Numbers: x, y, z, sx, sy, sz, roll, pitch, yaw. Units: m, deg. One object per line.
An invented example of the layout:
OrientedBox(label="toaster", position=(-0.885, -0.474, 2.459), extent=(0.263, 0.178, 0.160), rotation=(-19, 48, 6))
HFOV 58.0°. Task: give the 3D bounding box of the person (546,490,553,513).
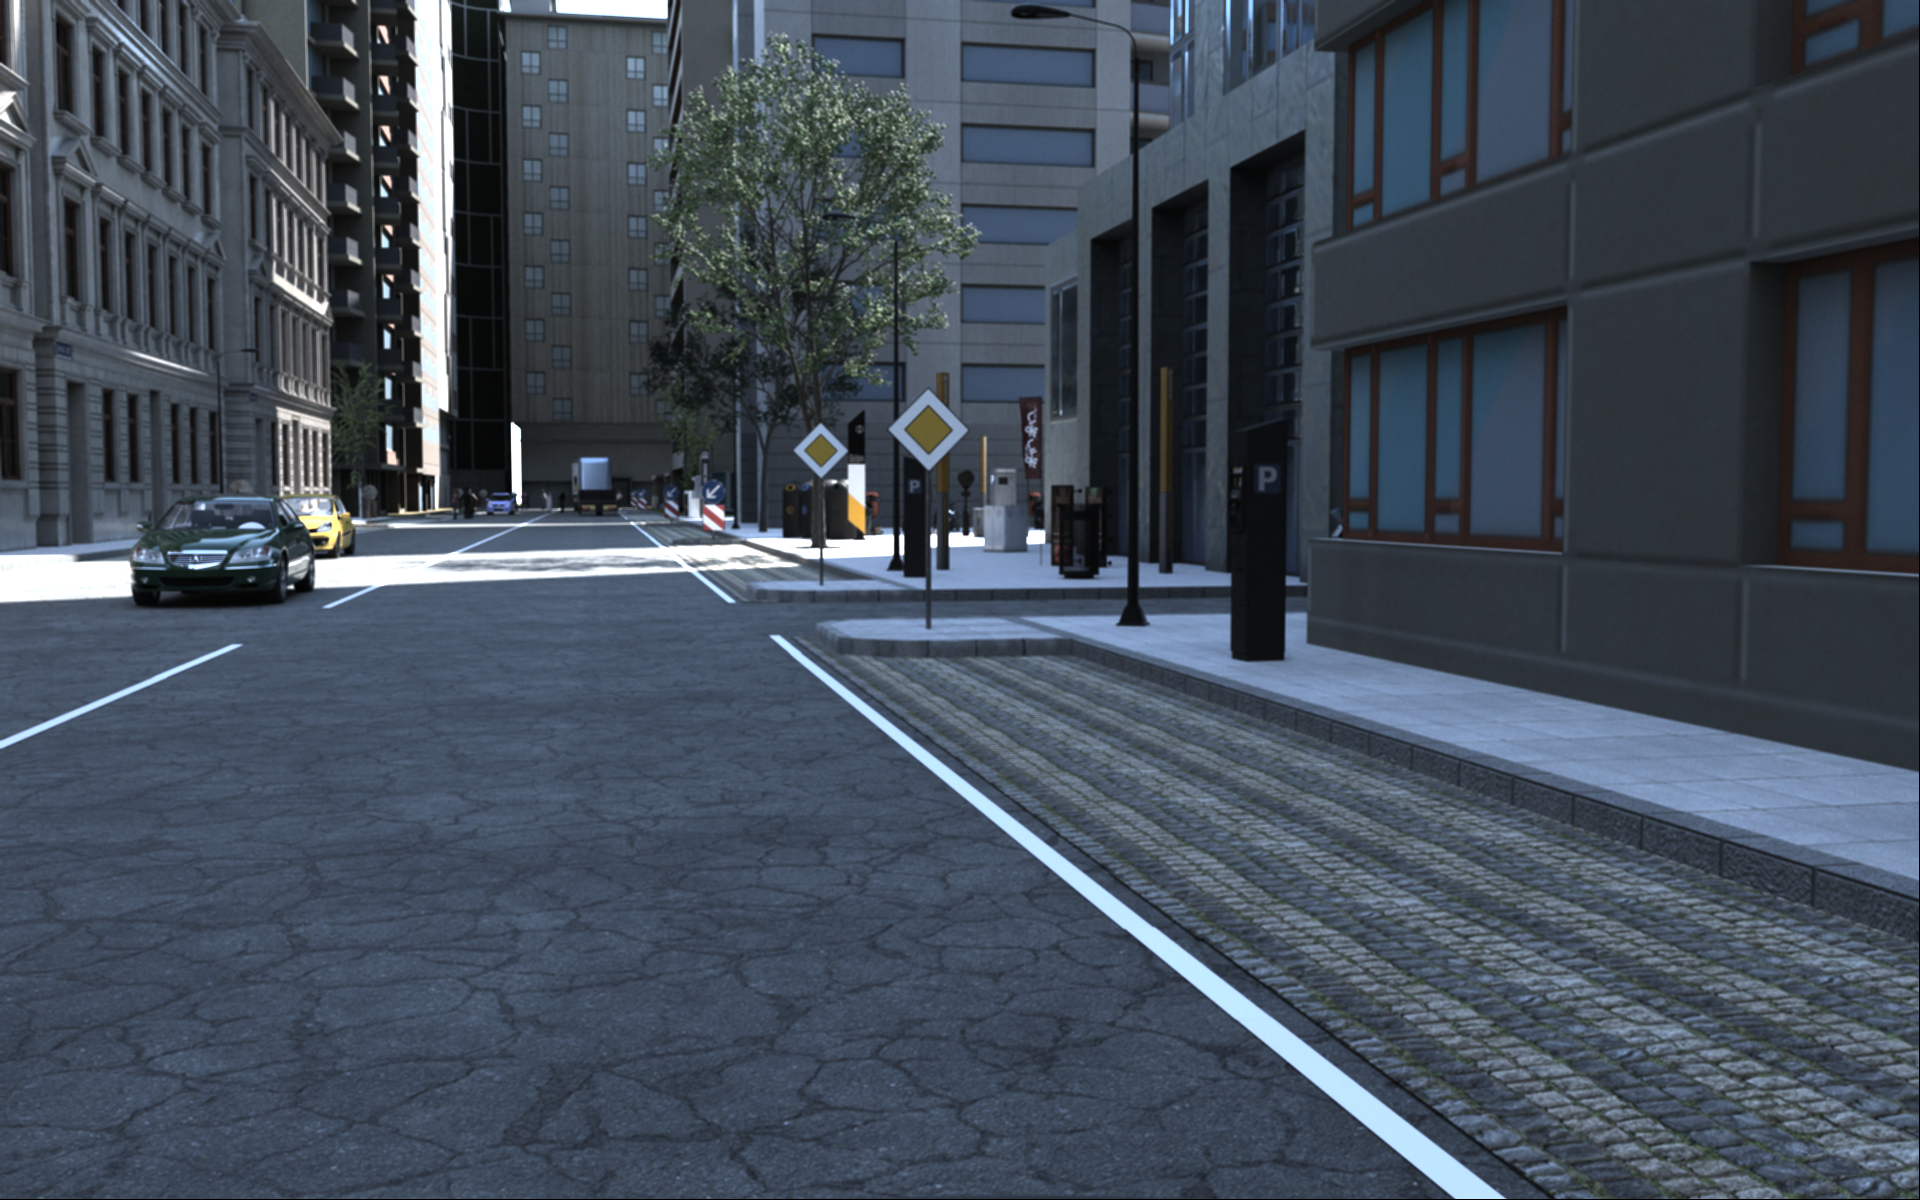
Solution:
OrientedBox(label="person", position=(-30.643, -7.348, 129.311), extent=(0.551, 1.740, 0.621), rotation=(0, 4, -2))

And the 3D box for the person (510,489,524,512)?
OrientedBox(label="person", position=(-35.879, -8.026, 139.718), extent=(1.348, 1.826, 0.705), rotation=(-2, 4, -35))

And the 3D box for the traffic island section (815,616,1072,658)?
OrientedBox(label="traffic island section", position=(-0.282, 0.353, 16.512), extent=(2.009, 0.180, 2.903), rotation=(-1, 4, -12))

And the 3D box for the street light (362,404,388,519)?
OrientedBox(label="street light", position=(-30.199, -7.148, 89.412), extent=(1.470, 5.913, 1.316), rotation=(-1, 4, -12))

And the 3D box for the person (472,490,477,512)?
OrientedBox(label="person", position=(-36.593, -7.418, 130.486), extent=(0.721, 1.736, 1.217), rotation=(-3, 4, -36))

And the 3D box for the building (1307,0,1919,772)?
OrientedBox(label="building", position=(19.477, -9.657, 2.939), extent=(27.650, 21.520, 28.899), rotation=(-1, 4, -12))

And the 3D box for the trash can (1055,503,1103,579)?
OrientedBox(label="trash can", position=(1.813, -0.898, 26.343), extent=(0.748, 1.137, 0.748), rotation=(0, 3, 0))

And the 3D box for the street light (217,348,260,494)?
OrientedBox(label="street light", position=(-23.013, -5.058, 55.234), extent=(1.470, 5.913, 1.316), rotation=(-1, 4, -12))

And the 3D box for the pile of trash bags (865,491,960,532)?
OrientedBox(label="pile of trash bags", position=(-1.663, -3.055, 59.704), extent=(3.447, 1.369, 1.912), rotation=(0, 4, 6))

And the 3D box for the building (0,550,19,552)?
OrientedBox(label="building", position=(-24.491, -11.818, 29.389), extent=(11.583, 22.565, 21.152), rotation=(-1, 4, -12))

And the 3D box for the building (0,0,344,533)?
OrientedBox(label="building", position=(-32.846, -14.385, 71.356), extent=(11.583, 22.565, 21.152), rotation=(-1, 4, -12))

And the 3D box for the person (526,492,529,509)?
OrientedBox(label="person", position=(-42.812, -9.867, 171.293), extent=(0.415, 1.643, 0.593), rotation=(-1, 4, -17))

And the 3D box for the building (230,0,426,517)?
OrientedBox(label="building", position=(-45.401, -27.633, 106.422), extent=(22.147, 44.769, 28.867), rotation=(-1, 4, -12))

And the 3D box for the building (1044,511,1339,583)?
OrientedBox(label="building", position=(18.026, -44.220, 35.664), extent=(31.000, 86.520, 22.319), rotation=(-1, 4, -12))

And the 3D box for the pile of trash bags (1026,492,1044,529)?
OrientedBox(label="pile of trash bags", position=(3.461, -3.320, 64.034), extent=(1.912, 1.369, 3.447), rotation=(-2, 4, -29))

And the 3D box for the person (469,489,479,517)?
OrientedBox(label="person", position=(-30.052, -5.955, 106.597), extent=(0.721, 1.736, 1.217), rotation=(1, 4, 22))

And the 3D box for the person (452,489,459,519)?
OrientedBox(label="person", position=(-28.773, -5.451, 98.348), extent=(0.721, 1.743, 1.217), rotation=(-1, 4, -14))

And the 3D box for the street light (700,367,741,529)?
OrientedBox(label="street light", position=(-8.786, -5.563, 63.499), extent=(1.470, 5.913, 1.316), rotation=(-1, 4, -12))

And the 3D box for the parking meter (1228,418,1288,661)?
OrientedBox(label="parking meter", position=(2.295, -0.468, 13.369), extent=(0.399, 1.863, 0.255), rotation=(-1, 4, -17))

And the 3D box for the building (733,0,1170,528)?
OrientedBox(label="building", position=(0.220, -32.820, 78.600), extent=(21.231, 58.520, 28.212), rotation=(-1, 4, -12))

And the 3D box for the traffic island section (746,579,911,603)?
OrientedBox(label="traffic island section", position=(-1.925, -0.125, 24.327), extent=(2.009, 0.180, 2.903), rotation=(-1, 4, -12))

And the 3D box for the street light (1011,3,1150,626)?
OrientedBox(label="street light", position=(1.165, -2.700, 16.690), extent=(1.470, 5.913, 1.316), rotation=(-1, 4, -12))

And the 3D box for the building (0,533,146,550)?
OrientedBox(label="building", position=(-28.839, -13.082, 50.050), extent=(11.583, 22.565, 21.152), rotation=(-1, 4, -12))

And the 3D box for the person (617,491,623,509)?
OrientedBox(label="person", position=(-32.014, -9.358, 162.433), extent=(0.756, 1.711, 0.436), rotation=(3, 5, 43))

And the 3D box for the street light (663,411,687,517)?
OrientedBox(label="street light", position=(-15.991, -7.647, 97.565), extent=(1.470, 5.913, 1.316), rotation=(-1, 4, -12))

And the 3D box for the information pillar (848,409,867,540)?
OrientedBox(label="information pillar", position=(-2.846, -3.456, 47.858), extent=(0.504, 3.616, 0.183), rotation=(-1, 4, -15))

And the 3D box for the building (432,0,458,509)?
OrientedBox(label="building", position=(-58.760, -34.401, 151.693), extent=(27.495, 52.752, 28.713), rotation=(-1, 4, -12))

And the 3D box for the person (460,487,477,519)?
OrientedBox(label="person", position=(-28.666, -5.645, 100.825), extent=(1.348, 1.821, 0.705), rotation=(2, 4, 29))

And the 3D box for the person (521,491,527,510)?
OrientedBox(label="person", position=(-39.109, -8.934, 155.483), extent=(0.541, 1.710, 0.530), rotation=(0, 4, -8))

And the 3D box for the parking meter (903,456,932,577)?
OrientedBox(label="parking meter", position=(-0.657, -1.286, 26.735), extent=(0.399, 1.863, 0.255), rotation=(1, 4, 13))

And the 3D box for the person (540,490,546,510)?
OrientedBox(label="person", position=(-38.600, -9.282, 160.347), extent=(0.705, 1.814, 1.350), rotation=(-2, 4, -34))

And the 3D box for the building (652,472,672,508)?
OrientedBox(label="building", position=(-12.804, -28.870, 163.913), extent=(32.217, 40.220, 23.993), rotation=(-1, 4, -12))

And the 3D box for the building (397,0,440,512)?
OrientedBox(label="building", position=(-46.762, -29.266, 128.614), extent=(14.600, 45.320, 14.200), rotation=(-1, 4, -12))

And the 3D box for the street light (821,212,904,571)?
OrientedBox(label="street light", position=(-1.594, -3.441, 28.810), extent=(1.470, 5.913, 1.316), rotation=(-1, 4, -12))

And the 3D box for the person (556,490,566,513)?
OrientedBox(label="person", position=(-30.526, -7.557, 132.584), extent=(0.721, 1.766, 1.217), rotation=(1, 4, 19))
